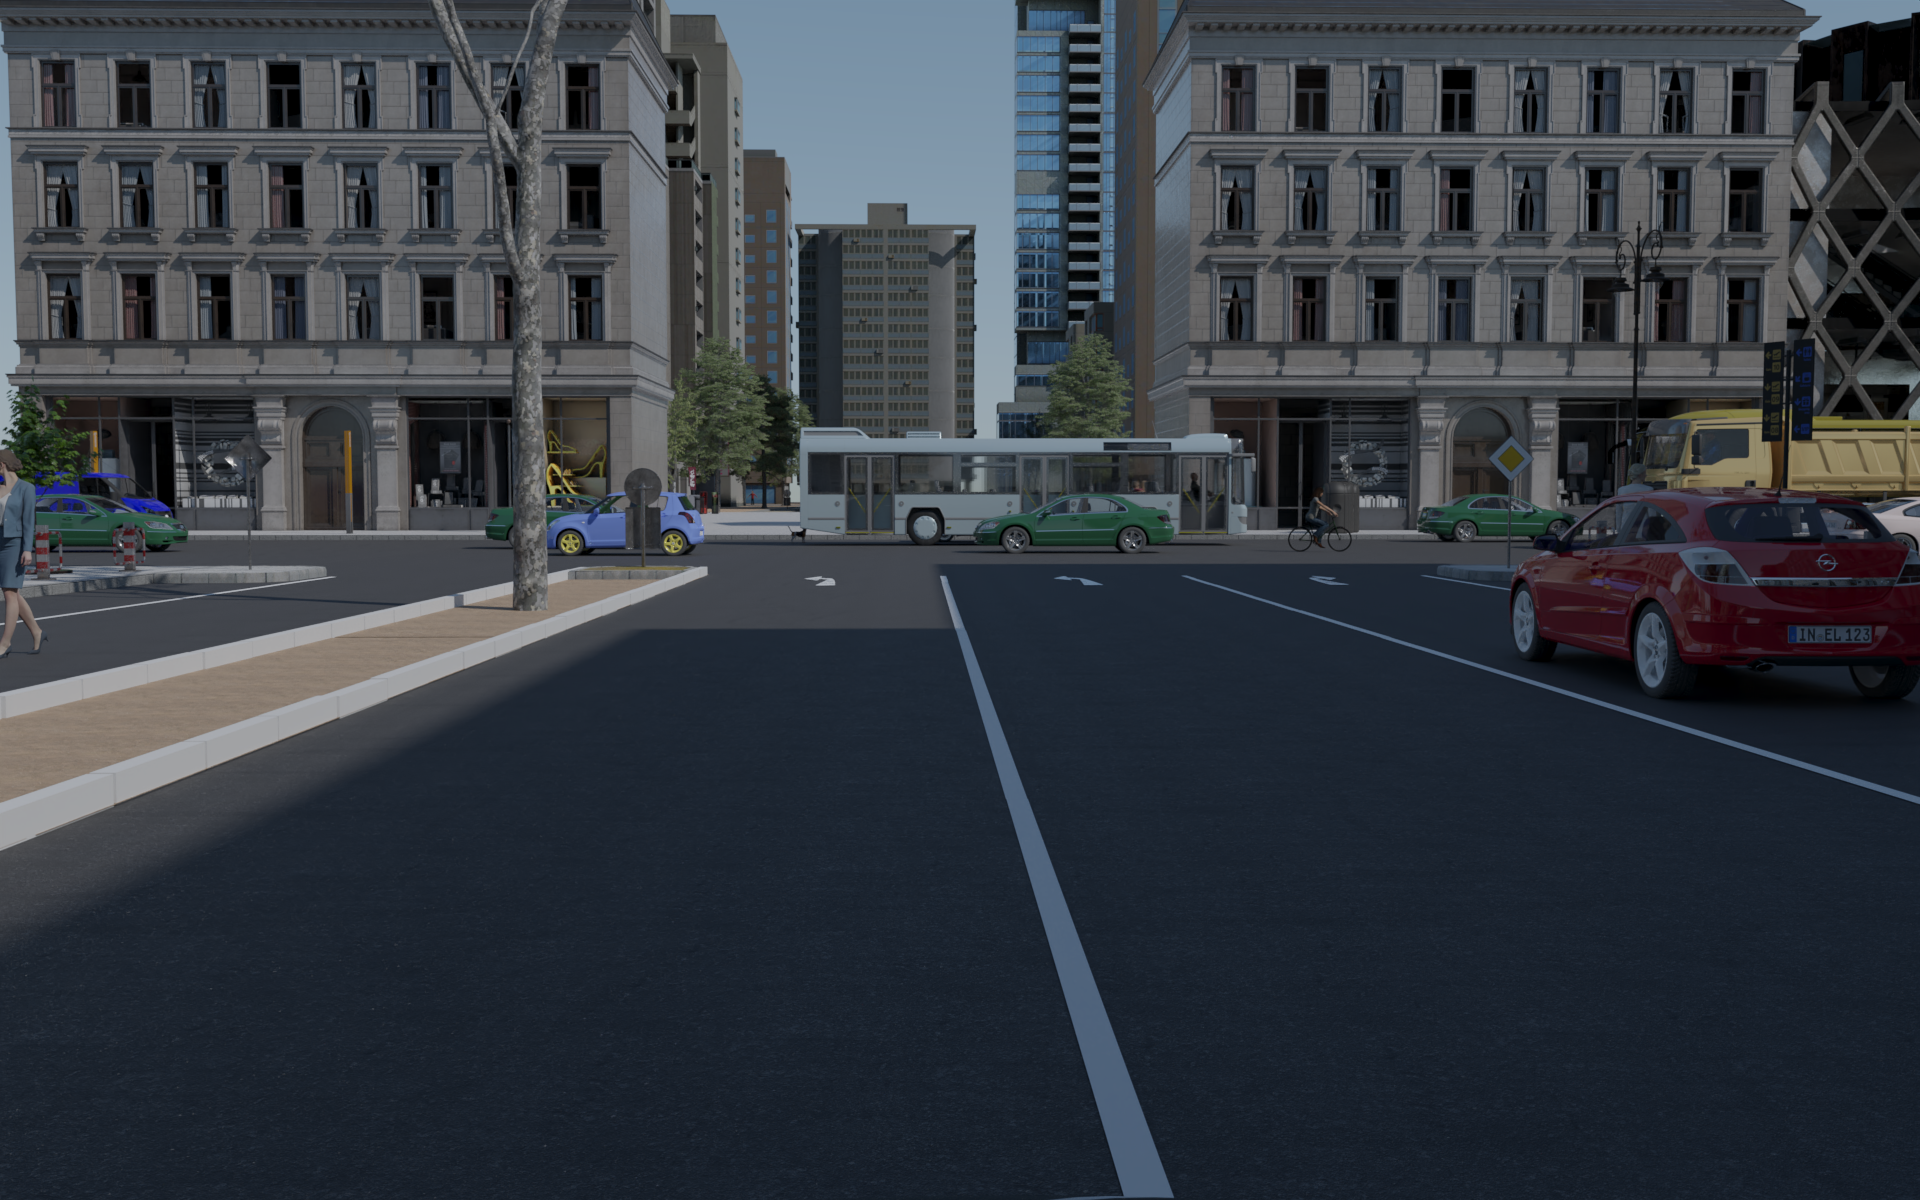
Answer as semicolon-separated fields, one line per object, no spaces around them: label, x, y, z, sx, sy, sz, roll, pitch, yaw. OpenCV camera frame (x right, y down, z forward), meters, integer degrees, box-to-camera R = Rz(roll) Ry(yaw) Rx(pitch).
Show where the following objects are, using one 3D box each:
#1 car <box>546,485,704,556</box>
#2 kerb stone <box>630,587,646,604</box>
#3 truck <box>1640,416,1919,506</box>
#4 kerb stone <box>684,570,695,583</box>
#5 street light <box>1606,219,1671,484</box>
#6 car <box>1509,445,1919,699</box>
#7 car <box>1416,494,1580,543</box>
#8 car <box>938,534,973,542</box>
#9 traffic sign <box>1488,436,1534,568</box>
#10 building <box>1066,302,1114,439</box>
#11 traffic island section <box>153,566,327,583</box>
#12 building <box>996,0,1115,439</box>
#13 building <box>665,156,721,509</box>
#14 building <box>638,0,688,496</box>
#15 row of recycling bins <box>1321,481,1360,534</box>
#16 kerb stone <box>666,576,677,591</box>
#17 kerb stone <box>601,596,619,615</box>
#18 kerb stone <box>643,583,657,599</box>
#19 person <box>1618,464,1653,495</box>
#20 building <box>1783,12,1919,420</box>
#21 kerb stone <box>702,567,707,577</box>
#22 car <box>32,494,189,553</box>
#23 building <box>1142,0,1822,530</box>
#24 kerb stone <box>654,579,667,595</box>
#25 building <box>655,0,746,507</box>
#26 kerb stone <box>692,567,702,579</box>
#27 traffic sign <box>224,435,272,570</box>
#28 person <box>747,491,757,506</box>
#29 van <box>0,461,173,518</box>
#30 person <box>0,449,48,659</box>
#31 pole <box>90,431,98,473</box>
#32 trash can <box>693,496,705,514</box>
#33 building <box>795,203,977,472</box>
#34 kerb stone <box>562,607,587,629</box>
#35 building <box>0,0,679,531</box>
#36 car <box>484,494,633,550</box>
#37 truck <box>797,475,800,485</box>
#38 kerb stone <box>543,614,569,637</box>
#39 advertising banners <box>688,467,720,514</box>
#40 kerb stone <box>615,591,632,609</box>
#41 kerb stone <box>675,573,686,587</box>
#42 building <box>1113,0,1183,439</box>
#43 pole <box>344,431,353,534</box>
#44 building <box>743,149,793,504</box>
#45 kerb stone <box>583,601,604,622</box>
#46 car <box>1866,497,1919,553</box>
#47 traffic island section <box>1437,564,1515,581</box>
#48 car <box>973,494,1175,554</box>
car;-7.895;-1.905;40.740;3.694;1.707;1.945;0;3;0
kerb stone;-4.320;-0.040;22.846;0.120;0.150;1.000;0;4;-1
truck;21.696;-2.954;44.223;9.791;3.379;3.469;0;4;-1
kerb stone;-4.451;-0.353;27.973;0.120;0.150;1.000;0;4;-1
street light;11.481;-3.466;29.465;0.468;5.910;1.993;0;4;-1
car;5.733;-0.279;13.599;2.155;1.783;4.494;0;4;0
car;16.264;-2.463;52.072;4.920;1.459;2.131;0;4;-2
car;0.695;-2.425;52.236;3.894;1.354;1.945;0;4;-2
traffic sign;9.460;-1.601;29.814;0.795;2.450;0.064;0;4;-1
building;25.453;-19.918;170.700;27.650;21.520;28.899;0;4;-1
traffic island section;-12.051;-0.433;29.352;2.009;0.180;2.903;0;4;-1
building;18.801;-56.059;229.243;31.000;86.520;22.319;0;4;-1
building;-28.556;-23.082;149.087;14.160;30.474;14.107;0;4;-1
building;-31.558;-42.313;130.075;20.563;71.187;20.611;0;4;-1
row of recycling bins;12.655;-3.075;57.384;1.069;1.692;3.534;1;4;21
kerb stone;-4.398;-0.228;25.921;0.120;0.150;1.000;0;4;-1
kerb stone;-4.265;0.087;20.790;0.120;0.150;1.000;0;4;-1
kerb stone;-4.342;-0.100;23.871;0.120;0.150;1.000;0;4;-1
person;9.087;-0.910;23.255;0.514;1.842;0.818;1;4;17
building;37.731;-12.286;68.332;16.811;18.784;16.820;0;4;-1
kerb stone;-4.503;-0.479;30.039;0.120;0.150;1.000;0;4;-1
car;-21.707;-1.904;42.934;4.920;1.459;2.131;0;4;-2
building;9.170;-13.066;64.532;40.483;20.767;10.553;0;4;-1
kerb stone;-4.375;-0.164;24.896;0.120;0.150;1.000;0;4;-1
building;-33.191;-33.618;173.348;21.600;48.544;21.300;0;4;-1
kerb stone;-4.485;-0.417;29.006;0.120;0.150;1.000;0;4;-1
traffic sign;-12.027;-1.569;29.291;0.795;2.450;0.064;0;4;-1
person;-25.478;-12.491;212.668;1.348;1.831;0.705;1;4;13
van;-24.483;-2.655;47.787;5.245;2.365;2.240;0;4;-1
person;-8.309;-0.411;15.240;0.581;1.822;0.654;2;4;33
pole;-28.013;-3.807;56.089;0.158;3.312;0.155;0;3;0
trash can;-16.540;-6.011;109.926;0.748;1.137;0.748;0;3;0
building;-9.800;-33.158;234.015;23.993;40.220;32.217;0;4;-1
kerb stone;-4.218;0.211;18.740;0.120;0.150;1.000;0;4;-1
building;-31.308;-13.023;63.833;40.483;20.767;10.553;0;4;-1
car;-9.975;-2.067;45.593;4.920;1.459;2.131;0;4;0
truck;-11.798;-9.200;146.339;3.469;3.379;9.791;0;4;-1
kerb stone;-4.191;0.282;17.716;0.120;0.150;1.000;0;4;-1
advertising banners;-16.450;-7.036;111.234;2.074;3.025;0.090;-1;4;-23
kerb stone;-4.302;0.023;21.815;0.120;0.150;1.000;0;4;-1
kerb stone;-4.429;-0.287;26.946;0.120;0.150;1.000;0;4;-1
building;19.629;-29.597;134.029;14.600;45.320;14.200;0;4;-1
pole;-19.731;-3.795;55.890;0.158;3.312;0.155;0;3;0
building;-29.166;-35.110;224.165;14.200;45.320;14.600;0;4;-1
kerb stone;-4.243;0.149;19.765;0.120;0.150;1.000;0;4;-1
car;20.431;-1.450;36.068;4.827;1.381;2.083;0;4;-1
traffic island section;9.484;-0.466;29.892;2.009;0.180;2.903;0;4;-1
car;2.779;-1.874;42.438;4.920;1.459;2.131;0;3;0
